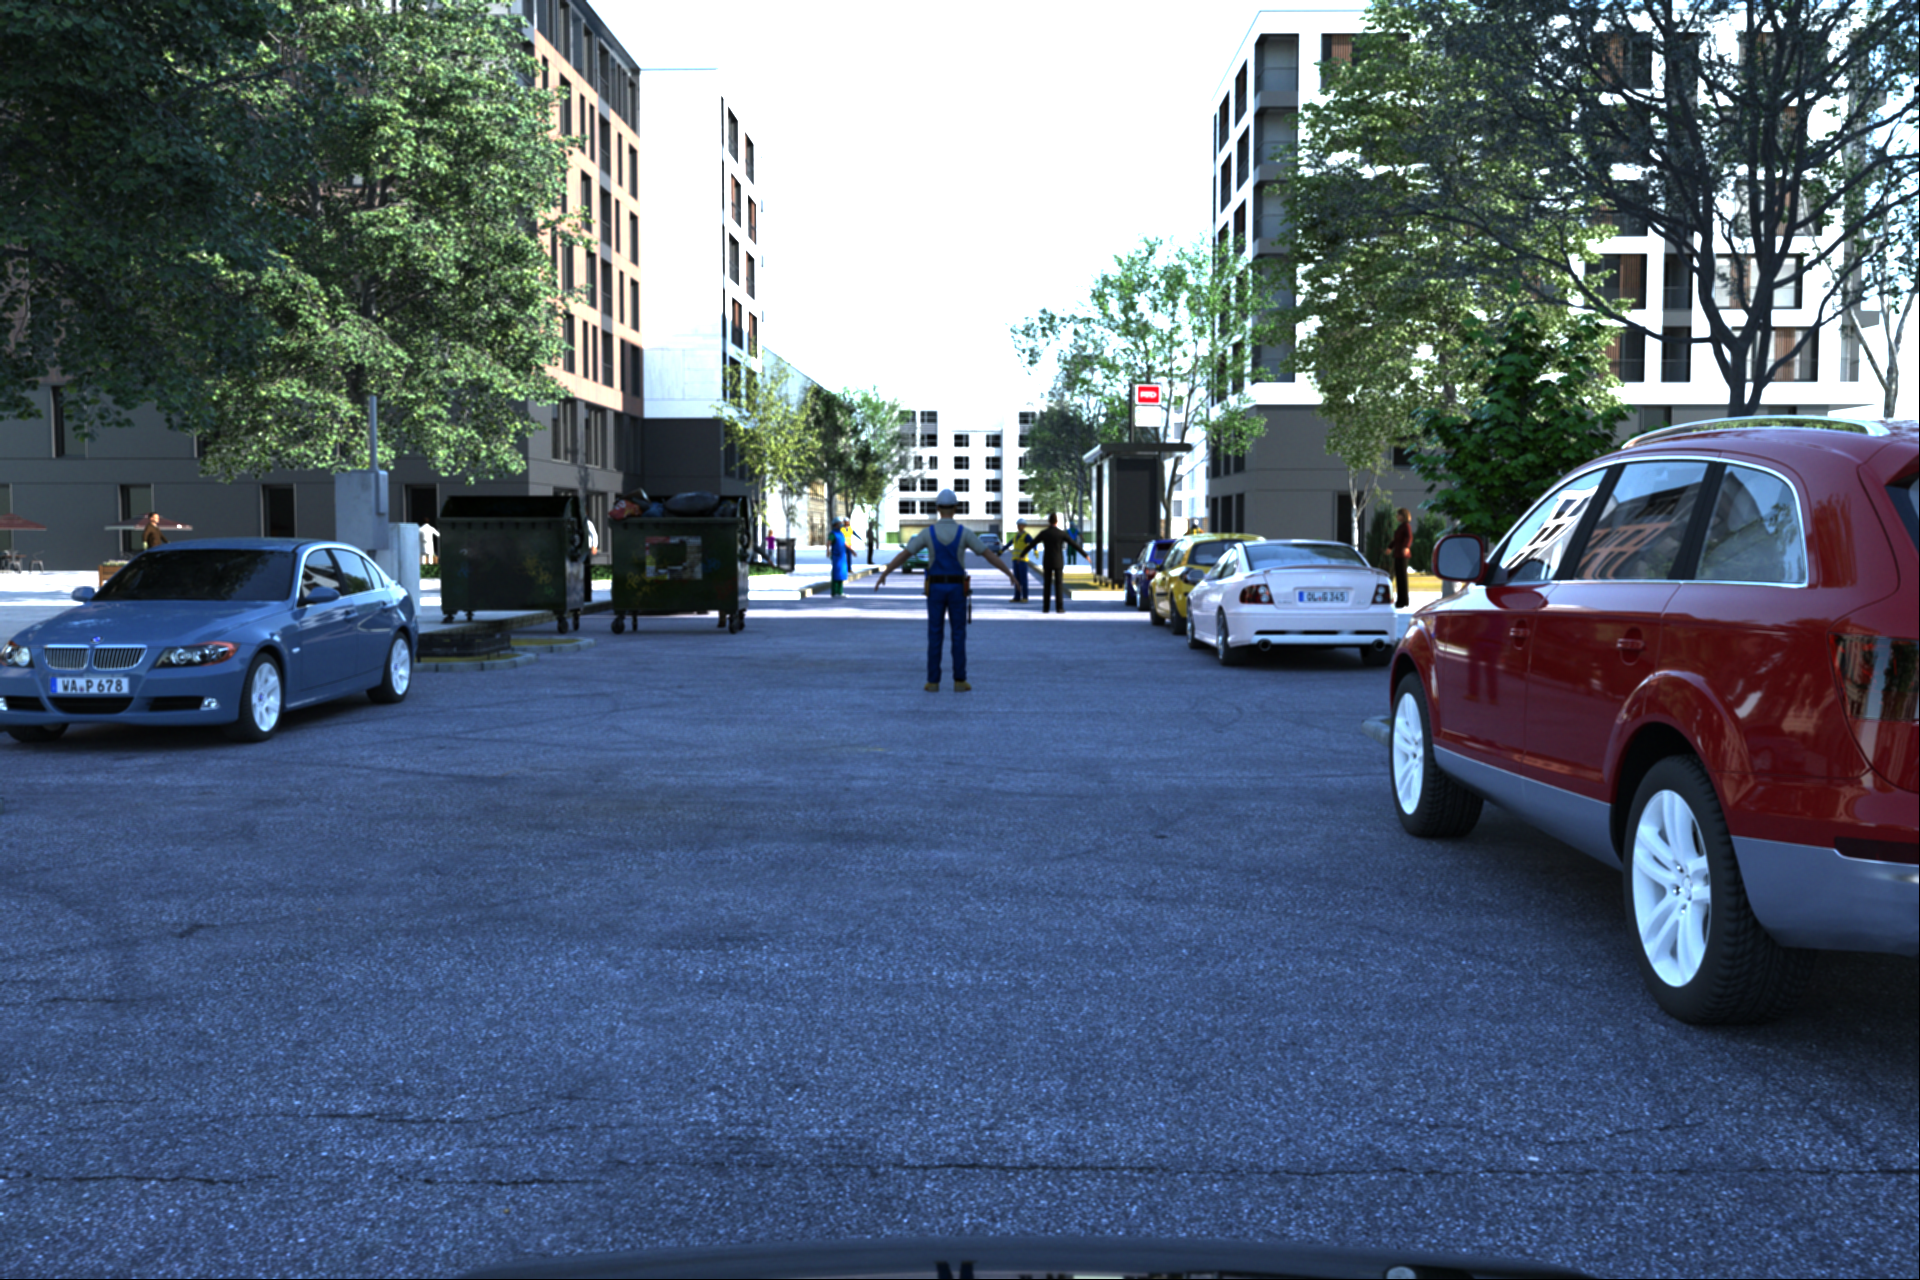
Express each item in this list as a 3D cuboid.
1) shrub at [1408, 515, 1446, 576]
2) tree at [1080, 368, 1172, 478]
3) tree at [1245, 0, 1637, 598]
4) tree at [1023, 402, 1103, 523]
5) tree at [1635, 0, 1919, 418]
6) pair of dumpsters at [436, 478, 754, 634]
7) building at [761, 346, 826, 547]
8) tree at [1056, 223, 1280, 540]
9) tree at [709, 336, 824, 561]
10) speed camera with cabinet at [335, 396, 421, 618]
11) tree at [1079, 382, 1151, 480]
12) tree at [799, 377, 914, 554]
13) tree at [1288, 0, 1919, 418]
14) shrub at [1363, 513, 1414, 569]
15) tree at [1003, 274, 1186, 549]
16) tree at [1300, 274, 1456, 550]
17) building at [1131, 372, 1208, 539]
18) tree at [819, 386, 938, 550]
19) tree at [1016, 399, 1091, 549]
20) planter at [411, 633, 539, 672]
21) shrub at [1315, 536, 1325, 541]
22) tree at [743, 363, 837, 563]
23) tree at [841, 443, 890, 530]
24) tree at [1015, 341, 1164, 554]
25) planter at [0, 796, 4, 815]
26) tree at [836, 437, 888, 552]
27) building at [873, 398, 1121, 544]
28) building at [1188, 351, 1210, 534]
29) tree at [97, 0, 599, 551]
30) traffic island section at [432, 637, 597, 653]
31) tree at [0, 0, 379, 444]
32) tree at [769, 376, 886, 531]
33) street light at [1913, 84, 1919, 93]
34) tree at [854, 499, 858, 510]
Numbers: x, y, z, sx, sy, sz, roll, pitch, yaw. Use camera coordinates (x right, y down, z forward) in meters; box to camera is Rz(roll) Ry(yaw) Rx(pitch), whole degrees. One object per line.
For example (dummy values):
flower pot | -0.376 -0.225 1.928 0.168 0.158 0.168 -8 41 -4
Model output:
shrub | 14.576 -3.006 53.562 1.690 2.028 1.600 0 3 0
tree | 8.005 -7.700 76.252 4.360 8.622 3.978 0 3 0
tree | 9.312 -7.080 33.887 7.486 12.596 7.792 0 3 0
tree | 8.720 -12.886 136.440 9.928 11.665 9.643 0 3 0
tree | 25.399 -11.878 50.090 12.611 20.169 13.585 0 3 0
pair of dumpsters | -5.279 -1.239 25.213 4.436 2.255 1.574 0 4 1
building | -24.216 -21.445 181.555 19.493 23.208 18.063 0 4 1
tree | 7.083 -8.138 58.817 9.928 11.665 9.643 0 3 0
tree | -7.393 -7.038 65.439 4.737 8.622 4.395 0 3 0
speed camera with cabinet | -8.582 -1.909 25.547 0.660 3.252 2.038 0 4 1
tree | 8.020 -8.118 83.093 4.360 8.622 3.978 0 3 0
tree | -7.201 -11.473 113.343 9.928 11.665 9.643 0 3 0
tree | 9.849 -6.808 21.681 12.009 13.543 11.850 0 3 0
shrub | 13.794 -3.156 55.646 1.661 2.075 1.752 0 3 0
tree | 9.839 -16.465 125.093 12.611 20.169 13.585 0 3 0
tree | 10.687 -5.938 47.444 4.360 8.622 3.978 0 3 0
building | 24.861 -21.142 202.097 16.016 20.090 11.380 0 4 1
tree | -6.914 -14.257 143.474 12.009 13.543 11.850 0 3 0
tree | 8.420 -13.848 144.547 7.486 12.596 7.792 0 3 0
planter | -5.730 0.133 18.961 1.991 0.319 1.994 0 4 1
shrub | 11.752 -2.792 56.761 1.383 1.207 1.383 0 3 0
tree | -7.728 -7.638 75.237 4.360 8.622 3.978 0 3 0
tree | -7.243 -11.259 134.448 4.737 8.622 4.395 0 3 0
tree | 8.414 -12.183 109.563 12.009 13.543 11.850 0 3 0
planter | -5.893 0.780 8.388 1.991 0.319 1.994 0 4 0
tree | -7.005 -10.791 126.801 4.737 8.622 4.395 0 3 0
building | 4.745 -22.355 234.425 31.486 18.905 16.747 -1 4 -8
building | 28.896 -19.756 179.429 16.016 20.090 11.380 0 4 1
tree | -11.748 -7.763 33.575 9.857 13.997 8.962 0 3 0
traffic island section | -5.650 0.071 21.700 1.991 0.108 1.994 0 4 1
tree | -11.225 -6.818 18.129 9.857 13.997 8.962 0 3 0
tree | -7.832 -10.303 102.868 7.601 10.594 8.767 0 4 6
street light | 7.766 -2.463 13.056 0.468 5.910 1.993 0 4 1
tree | -15.382 -17.223 231.953 4.737 8.622 4.395 0 3 0
